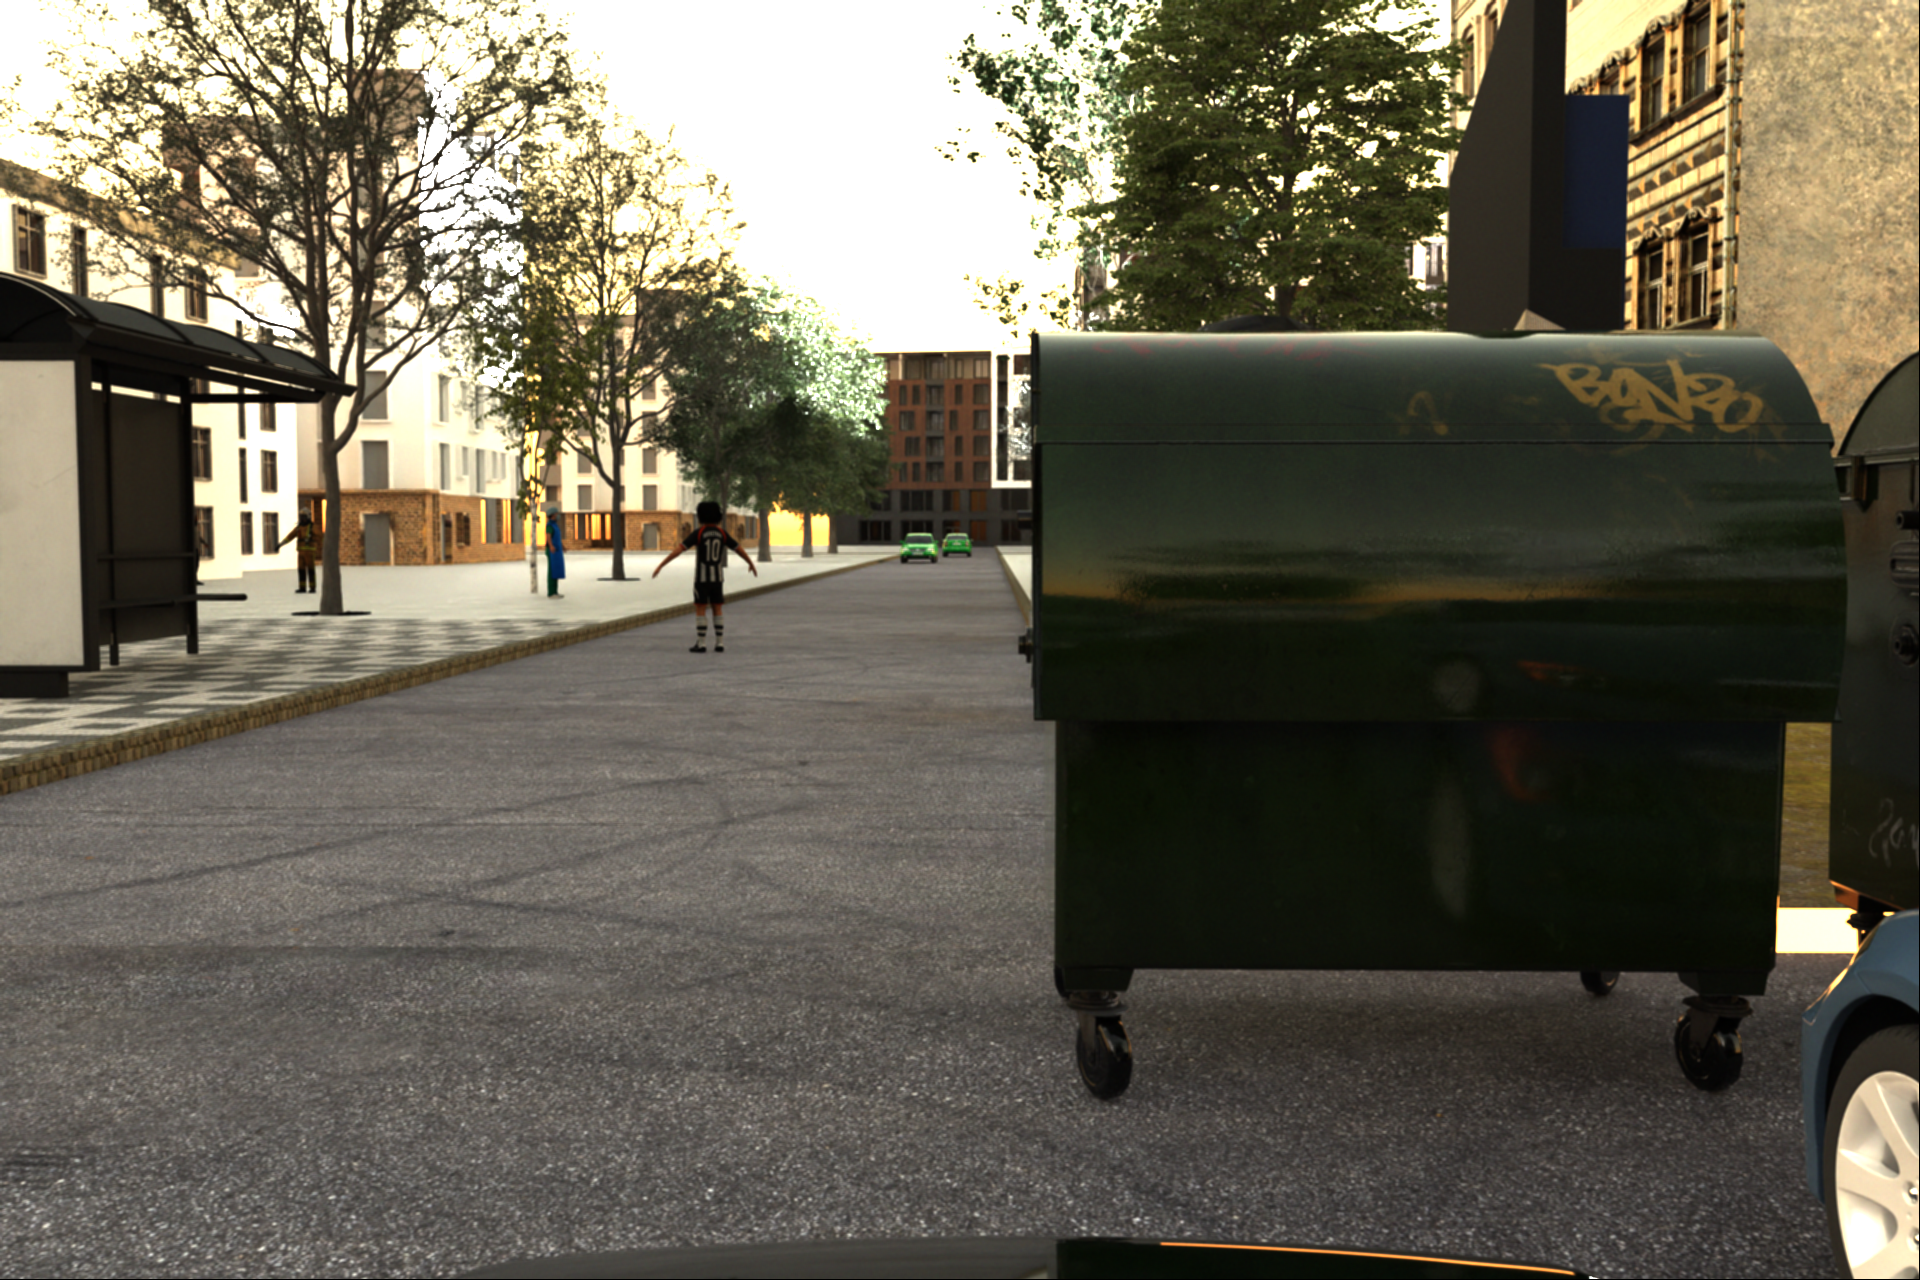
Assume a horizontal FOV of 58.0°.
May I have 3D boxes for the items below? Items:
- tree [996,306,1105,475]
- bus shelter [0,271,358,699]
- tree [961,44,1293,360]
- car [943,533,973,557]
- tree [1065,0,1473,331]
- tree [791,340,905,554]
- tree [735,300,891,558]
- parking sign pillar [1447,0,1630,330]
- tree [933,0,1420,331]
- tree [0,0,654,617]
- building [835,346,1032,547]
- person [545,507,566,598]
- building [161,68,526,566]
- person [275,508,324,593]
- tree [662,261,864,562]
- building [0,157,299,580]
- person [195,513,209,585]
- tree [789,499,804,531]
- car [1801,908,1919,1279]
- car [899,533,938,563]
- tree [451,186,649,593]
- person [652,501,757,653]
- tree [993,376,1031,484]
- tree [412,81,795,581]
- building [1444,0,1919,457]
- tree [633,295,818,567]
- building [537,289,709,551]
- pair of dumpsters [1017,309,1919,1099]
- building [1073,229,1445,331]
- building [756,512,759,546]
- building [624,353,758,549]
[{"bbox_3d":[6.983,-11.175,93.074,12.009,13.543,11.850,0,3,0],"label":"tree"},{"bbox_3d":[-7.519,-1.349,15.977,2.014,3.302,5.546,0,4,1],"label":"bus shelter"},{"bbox_3d":[6.517,-12.855,66.075,12.611,20.169,13.585,0,3,0],"label":"tree"},{"bbox_3d":[-0.168,-6.165,109.590,1.959,1.807,4.718,0,4,1],"label":"car"},{"bbox_3d":[5.486,-6.832,29.823,7.486,12.596,7.792,0,3,0],"label":"tree"},{"bbox_3d":[-8.209,-12.579,112.328,9.857,13.997,8.962,0,3,0],"label":"tree"},{"bbox_3d":[-8.458,-11.478,94.327,9.857,13.997,8.962,0,3,0],"label":"tree"},{"bbox_3d":[2.702,-1.211,8.270,1.447,3.967,1.447,0,3,0],"label":"parking sign pillar"},{"bbox_3d":[5.483,-11.570,45.066,12.611,20.169,13.585,0,3,0],"label":"tree"},{"bbox_3d":[-9.811,-7.136,27.050,12.009,13.543,11.850,0,3,0],"label":"tree"},{"bbox_3d":[3.566,-21.728,201.685,32.646,21.610,27.936,1,4,10],"label":"building"},{"bbox_3d":[-8.100,-1.744,34.648,0.704,1.817,1.347,0,4,-3],"label":"person"},{"bbox_3d":[-26.430,-13.181,71.924,16.016,20.090,11.380,0,4,0],"label":"building"},{"bbox_3d":[-14.270,-1.957,37.767,1.354,1.858,0.705,1,4,12],"label":"person"},{"bbox_3d":[-9.149,-10.588,79.762,9.857,13.997,8.962,0,3,0],"label":"tree"},{"bbox_3d":[-25.765,-6.678,51.329,9.099,9.664,28.070,0,4,0],"label":"building"},{"bbox_3d":[-19.193,-2.282,43.433,0.705,1.813,1.348,0,4,-3],"label":"person"},{"bbox_3d":[-18.192,-15.317,200.787,4.737,8.622,4.395,0,3,0],"label":"tree"},{"bbox_3d":[2.384,0.653,1.321,2.014,1.417,4.499,0,4,1],"label":"car"},{"bbox_3d":[-2.039,-4.773,86.839,1.959,1.807,4.718,0,4,1],"label":"car"},{"bbox_3d":[-9.152,-5.351,37.849,4.737,8.622,4.395,0,3,0],"label":"tree"},{"bbox_3d":[-3.061,-0.760,21.030,1.345,1.843,0.704,-2,4,-30],"label":"person"},{"bbox_3d":[7.452,-11.994,106.473,12.009,13.543,11.850,0,3,0],"label":"tree"},{"bbox_3d":[-9.598,-8.395,47.621,12.009,13.543,11.850,0,3,0],"label":"tree"},{"bbox_3d":[22.166,-12.616,37.204,19.493,23.208,18.063,0,4,1],"label":"building"},{"bbox_3d":[-8.856,-8.085,66.599,8.767,10.594,7.601,3,4,36],"label":"tree"},{"bbox_3d":[-26.710,-17.032,134.891,16.016,20.090,11.380,0,4,2],"label":"building"},{"bbox_3d":[2.378,0.007,4.829,4.436,2.255,1.574,0,4,1],"label":"pair of dumpsters"},{"bbox_3d":[22.538,-17.665,132.797,27.936,21.610,32.646,0,4,1],"label":"building"},{"bbox_3d":[-26.075,-19.222,170.694,16.016,20.090,11.380,0,4,2],"label":"building"},{"bbox_3d":[-24.582,-18.077,151.973,16.016,20.090,11.380,0,4,2],"label":"building"}]
